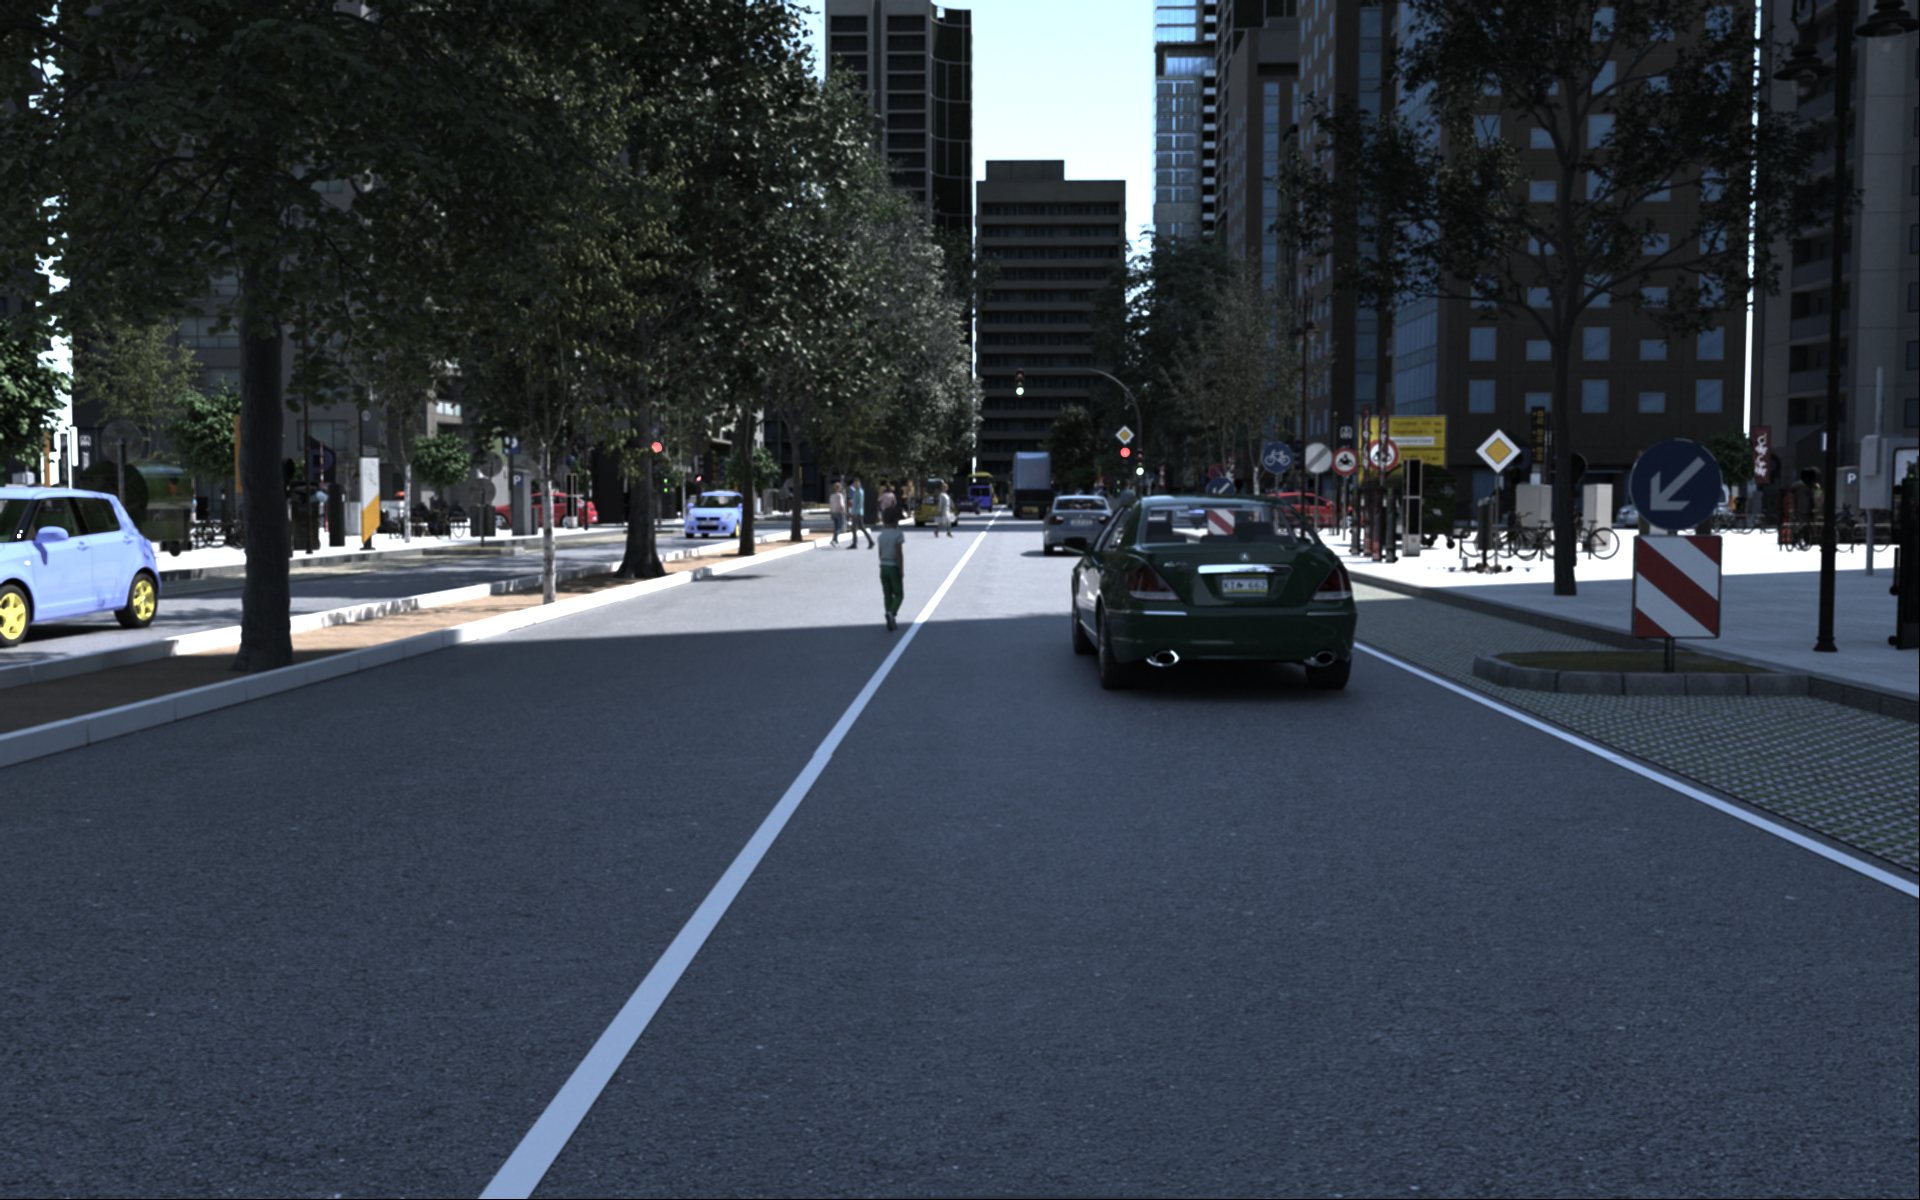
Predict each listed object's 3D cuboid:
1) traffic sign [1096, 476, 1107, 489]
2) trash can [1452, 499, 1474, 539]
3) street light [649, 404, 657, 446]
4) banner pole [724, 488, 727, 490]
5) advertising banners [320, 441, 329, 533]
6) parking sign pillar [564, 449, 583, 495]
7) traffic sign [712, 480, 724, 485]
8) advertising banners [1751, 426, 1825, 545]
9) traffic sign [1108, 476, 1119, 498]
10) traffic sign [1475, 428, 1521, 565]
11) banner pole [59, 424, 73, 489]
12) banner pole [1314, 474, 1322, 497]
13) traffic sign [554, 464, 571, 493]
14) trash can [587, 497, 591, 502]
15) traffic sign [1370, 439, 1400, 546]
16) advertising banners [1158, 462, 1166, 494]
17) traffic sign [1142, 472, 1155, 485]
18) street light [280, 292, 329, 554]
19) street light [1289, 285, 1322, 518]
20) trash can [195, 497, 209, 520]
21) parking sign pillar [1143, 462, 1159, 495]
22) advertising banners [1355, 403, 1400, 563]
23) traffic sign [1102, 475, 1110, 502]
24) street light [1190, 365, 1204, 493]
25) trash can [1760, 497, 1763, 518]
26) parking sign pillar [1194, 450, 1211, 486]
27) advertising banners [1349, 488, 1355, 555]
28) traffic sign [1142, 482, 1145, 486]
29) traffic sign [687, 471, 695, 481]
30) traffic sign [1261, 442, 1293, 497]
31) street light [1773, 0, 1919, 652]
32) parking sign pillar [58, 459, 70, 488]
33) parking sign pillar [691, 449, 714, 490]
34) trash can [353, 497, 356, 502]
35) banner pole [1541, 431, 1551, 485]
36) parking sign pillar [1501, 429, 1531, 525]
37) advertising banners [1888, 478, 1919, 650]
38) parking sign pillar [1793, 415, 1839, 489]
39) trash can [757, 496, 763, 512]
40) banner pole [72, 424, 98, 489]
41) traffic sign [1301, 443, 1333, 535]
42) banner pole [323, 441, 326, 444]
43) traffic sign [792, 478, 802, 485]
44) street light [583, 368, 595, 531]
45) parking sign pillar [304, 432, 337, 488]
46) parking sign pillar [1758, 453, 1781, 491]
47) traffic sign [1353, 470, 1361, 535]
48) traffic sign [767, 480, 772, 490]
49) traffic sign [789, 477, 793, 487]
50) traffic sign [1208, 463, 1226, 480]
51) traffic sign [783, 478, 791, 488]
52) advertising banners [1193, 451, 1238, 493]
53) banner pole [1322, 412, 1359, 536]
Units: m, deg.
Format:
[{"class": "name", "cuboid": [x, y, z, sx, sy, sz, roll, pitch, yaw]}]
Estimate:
[{"class": "traffic sign", "cuboid": [10.100, -7.514, 122.859, 0.884, 2.594, 0.081, 1, 4, 10]}, {"class": "trash can", "cuboid": [14.399, -2.337, 49.859, 0.748, 1.137, 0.748, 0, 3, 0]}, {"class": "street light", "cuboid": [-12.802, -6.054, 71.765, 0.468, 5.910, 1.993, 0, 4, 2]}, {"class": "banner pole", "cuboid": [-19.420, -9.337, 142.680, 0.863, 3.779, 0.401, 3, 5, 43]}, {"class": "advertising banners", "cuboid": [-21.287, -3.787, 58.101, 0.090, 3.025, 2.074, -1, 4, -12]}, {"class": "parking sign pillar", "cuboid": [-19.081, -5.937, 85.544, 1.447, 3.967, 1.447, -2, 4, -35]}, {"class": "traffic sign", "cuboid": [-13.879, -6.059, 99.172, 0.768, 2.556, 0.104, 1, 4, 10]}, {"class": "advertising banners", "cuboid": [21.114, -2.926, 44.035, 0.090, 3.025, 2.074, -3, 5, -43]}, {"class": "traffic sign", "cuboid": [10.196, -6.994, 114.461, 0.768, 2.556, 0.104, 1, 4, 11]}, {"class": "traffic sign", "cuboid": [9.472, -1.796, 30.544, 0.795, 2.450, 0.064, 0, 4, 6]}, {"class": "banner pole", "cuboid": [-32.091, -4.421, 62.302, 0.863, 3.779, 0.401, 2, 4, 27]}, {"class": "banner pole", "cuboid": [20.426, -6.634, 98.476, 0.863, 3.779, 0.401, -2, 4, -31]}, {"class": "traffic sign", "cuboid": [-17.011, -4.523, 74.049, 0.768, 2.556, 0.104, 0, 4, 5]}, {"class": "trash can", "cuboid": [-20.332, -4.953, 92.636, 0.748, 1.137, 0.748, 0, 3, 0]}, {"class": "traffic sign", "cuboid": [9.606, -2.408, 39.470, 0.768, 2.556, 0.104, 0, 4, 6]}, {"class": "advertising banners", "cuboid": [11.733, -6.042, 94.979, 2.074, 3.025, 0.090, -1, 4, -21]}, {"class": "traffic sign", "cuboid": [10.714, -6.022, 98.561, 0.768, 2.556, 0.104, 1, 4, 9]}, {"class": "street light", "cuboid": [-13.884, -3.914, 36.780, 0.468, 5.910, 1.993, 0, 4, 2]}, {"class": "street light", "cuboid": [7.662, -4.023, 38.559, 0.468, 5.910, 1.993, 0, 4, 2]}, {"class": "trash can", "cuboid": [-37.253, -4.487, 85.023, 0.748, 1.137, 0.748, 0, 3, 0]}, {"class": "parking sign pillar", "cuboid": [14.970, -9.001, 135.632, 1.447, 3.967, 1.447, 3, 5, 44]}, {"class": "advertising banners", "cuboid": [7.961, -2.248, 32.936, 0.090, 3.025, 2.074, 0, 4, -6]}, {"class": "traffic sign", "cuboid": [9.923, -7.113, 116.398, 0.768, 2.556, 0.104, 1, 4, 10]}, {"class": "street light", "cuboid": [8.568, -5.480, 62.381, 0.468, 5.910, 1.993, 0, 4, 2]}, {"class": "trash can", "cuboid": [35.040, -3.874, 74.994, 0.748, 1.137, 0.748, 0, 3, 0]}, {"class": "parking sign pillar", "cuboid": [13.696, -6.619, 96.700, 1.447, 3.967, 1.447, -2, 4, -35]}, {"class": "advertising banners", "cuboid": [8.412, -2.411, 35.614, 0.090, 3.025, 2.074, 0, 4, -7]}, {"class": "traffic sign", "cuboid": [13.088, -7.409, 121.244, 0.768, 2.556, 0.104, 0, 4, 2]}, {"class": "traffic sign", "cuboid": [-15.001, -5.948, 97.348, 0.768, 2.556, 0.104, 0, 4, 7]}, {"class": "traffic sign", "cuboid": [7.751, -2.585, 42.370, 0.768, 2.556, 0.104, 0, 4, 5]}, {"class": "street light", "cuboid": [7.065, -2.518, 13.959, 0.468, 5.910, 1.993, 0, 4, 2]}, {"class": "parking sign pillar", "cuboid": [-68.385, -8.790, 132.191, 1.447, 3.967, 1.447, -1, 4, -12]}, {"class": "parking sign pillar", "cuboid": [-15.438, -7.063, 103.945, 1.447, 3.967, 1.447, 1, 4, 16]}, {"class": "trash can", "cuboid": [-28.069, -4.141, 79.366, 0.748, 1.137, 0.748, 0, 3, 0]}, {"class": "banner pole", "cuboid": [20.354, -4.294, 60.223, 0.401, 3.779, 0.863, 3, 5, 44]}, {"class": "parking sign pillar", "cuboid": [23.127, -5.074, 71.439, 1.447, 3.967, 1.447, 3, 4, 36]}, {"class": "advertising banners", "cuboid": [8.511, -1.132, 14.700, 2.074, 3.025, 0.090, -2, 4, -34]}, {"class": "parking sign pillar", "cuboid": [29.241, -4.327, 59.217, 1.447, 3.967, 1.447, 1, 4, 13]}, {"class": "trash can", "cuboid": [-13.969, -6.761, 122.202, 0.748, 1.137, 0.748, 0, 3, 0]}, {"class": "banner pole", "cuboid": [-31.181, -4.410, 62.126, 0.401, 3.779, 0.863, 2, 4, 35]}, {"class": "traffic sign", "cuboid": [8.872, -2.629, 43.087, 0.768, 2.556, 0.104, 0, 4, 7]}, {"class": "banner pole", "cuboid": [-30.184, -5.644, 82.300, 0.401, 3.779, 0.863, -1, 4, -12]}, {"class": "traffic sign", "cuboid": [-11.739, -7.621, 124.717, 0.768, 2.556, 0.104, 0, 4, 4]}, {"class": "street light", "cuboid": [-13.158, -5.382, 60.790, 0.468, 5.910, 1.993, 0, 4, 2]}, {"class": "parking sign pillar", "cuboid": [-27.803, -5.312, 75.316, 1.447, 3.967, 1.447, -1, 4, -15]}, {"class": "parking sign pillar", "cuboid": [44.288, -6.502, 94.775, 1.447, 3.967, 1.447, -1, 4, -14]}, {"class": "traffic sign", "cuboid": [12.457, -3.291, 53.917, 0.768, 2.556, 0.104, 0, 4, 3]}, {"class": "traffic sign", "cuboid": [-14.045, -7.610, 126.554, 0.606, 2.300, 0.079, 0, 4, 5]}, {"class": "traffic sign", "cuboid": [-12.203, -7.761, 127.004, 0.768, 2.556, 0.104, 0, 4, 7]}, {"class": "traffic sign", "cuboid": [10.632, -4.370, 71.550, 0.768, 2.556, 0.104, 0, 4, 5]}, {"class": "traffic sign", "cuboid": [-13.901, -8.542, 139.668, 0.884, 2.594, 0.081, 0, 4, 3]}, {"class": "advertising banners", "cuboid": [10.312, -4.533, 70.300, 2.074, 3.025, 0.090, 2, 4, 33]}, {"class": "banner pole", "cuboid": [11.710, -3.866, 53.232, 0.863, 3.779, 0.401, -1, 4, -13]}]
